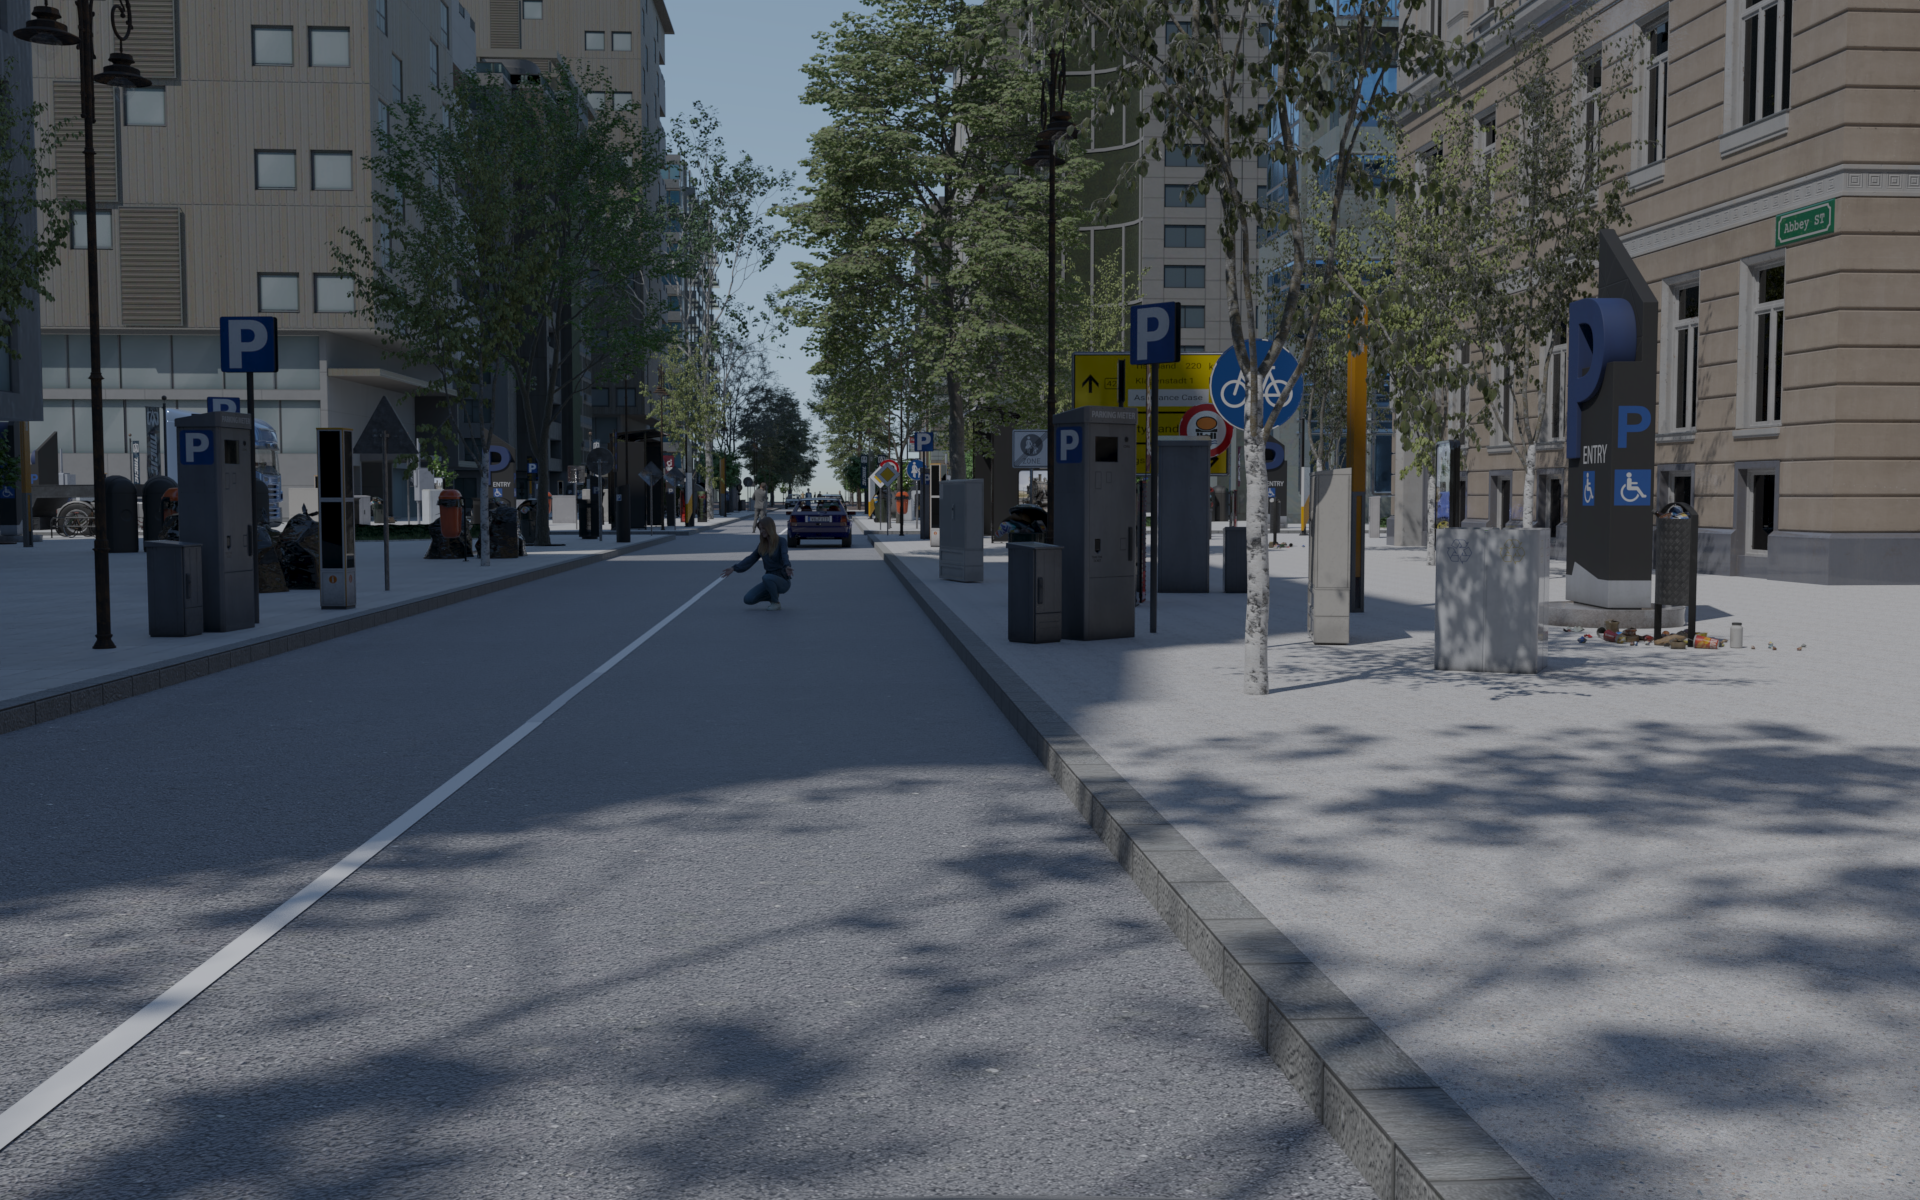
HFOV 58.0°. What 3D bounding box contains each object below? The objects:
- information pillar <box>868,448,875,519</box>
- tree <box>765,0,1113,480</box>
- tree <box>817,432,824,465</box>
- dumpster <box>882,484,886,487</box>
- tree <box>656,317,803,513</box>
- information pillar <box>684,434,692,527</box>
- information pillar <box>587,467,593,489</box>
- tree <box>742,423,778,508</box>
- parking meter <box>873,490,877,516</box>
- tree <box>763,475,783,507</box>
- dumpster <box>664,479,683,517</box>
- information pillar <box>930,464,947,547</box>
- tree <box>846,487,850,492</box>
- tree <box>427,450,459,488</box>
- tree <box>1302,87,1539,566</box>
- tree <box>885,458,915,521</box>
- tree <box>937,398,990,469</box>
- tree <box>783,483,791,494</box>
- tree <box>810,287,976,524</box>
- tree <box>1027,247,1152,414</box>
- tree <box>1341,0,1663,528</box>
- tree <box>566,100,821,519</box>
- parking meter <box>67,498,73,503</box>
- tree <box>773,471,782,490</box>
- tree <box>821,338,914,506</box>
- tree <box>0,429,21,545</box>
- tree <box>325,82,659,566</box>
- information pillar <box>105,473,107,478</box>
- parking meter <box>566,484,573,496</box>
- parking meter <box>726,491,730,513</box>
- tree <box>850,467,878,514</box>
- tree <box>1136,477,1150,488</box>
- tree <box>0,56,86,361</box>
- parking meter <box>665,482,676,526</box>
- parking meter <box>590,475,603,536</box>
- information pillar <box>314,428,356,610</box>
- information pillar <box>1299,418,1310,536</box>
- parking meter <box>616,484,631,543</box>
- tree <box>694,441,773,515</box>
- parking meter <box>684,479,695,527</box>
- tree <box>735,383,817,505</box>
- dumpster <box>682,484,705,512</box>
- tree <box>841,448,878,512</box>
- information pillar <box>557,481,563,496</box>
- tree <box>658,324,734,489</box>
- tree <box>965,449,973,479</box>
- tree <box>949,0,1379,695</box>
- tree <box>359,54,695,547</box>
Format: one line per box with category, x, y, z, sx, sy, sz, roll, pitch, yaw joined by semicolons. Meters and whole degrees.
information pillar;-4.479;-5.900;87.821;0.183;3.616;0.504;2;4;29
tree;-0.354;-7.145;34.950;7.486;12.596;7.792;0;3;0
tree;-25.807;-21.827;263.532;9.857;13.997;8.962;0;3;0
dumpster;-3.686;-5.644;94.769;1.502;2.255;1.985;0;4;-4
tree;-16.086;-12.835;120.216;12.009;13.543;11.850;0;3;0
information pillar;-10.582;-4.659;67.523;0.183;3.616;0.504;1;4;13
information pillar;-20.222;-6.319;94.665;0.504;3.616;0.183;3;5;45
tree;-17.919;-12.779;159.292;4.360;8.622;3.978;0;3;0
parking meter;-4.945;-5.753;102.478;0.372;1.533;0.369;0;3;0
tree;-19.357;-11.110;176.243;1.663;3.219;1.824;0;3;0
dumpster;-16.525;-5.876;98.565;1.502;2.255;1.985;0;4;-4
information pillar;-0.520;-2.287;41.892;0.304;2.012;0.304;2;4;31
tree;-13.435;-13.770;219.739;1.663;3.219;1.824;0;3;0
tree;-23.308;-5.029;76.822;1.663;3.219;1.824;0;3;0
tree;8.220;-4.923;30.856;4.737;8.622;4.395;0;3;0
tree;-2.804;-5.428;83.353;1.663;3.219;1.824;0;3;0
tree;0.281;-10.254;118.018;4.737;8.622;4.395;0;3;0
tree;-25.100;-15.359;245.715;1.663;3.219;1.824;0;3;0
tree;-2.820;-8.591;74.868;8.767;10.594;7.601;1;4;21
tree;3.960;-6.230;52.215;4.737;8.622;4.395;0;3;0
tree;8.383;-4.611;25.752;4.360;8.622;3.978;0;3;0
tree;-13.478;-14.088;86.229;12.611;20.169;13.585;0;3;0
parking meter;-31.465;-3.217;61.014;0.372;1.533;0.369;0;3;0
tree;-21.102;-12.489;187.909;4.285;4.588;4.351;0;3;0
tree;-10.185;-20.248;186.943;12.611;20.169;13.585;0;3;0
tree;-24.559;-3.034;44.205;1.663;3.219;1.824;0;3;0
tree;-8.682;-4.921;30.816;4.737;8.622;4.395;0;3;0
information pillar;-29.983;-3.427;60.524;0.304;2.012;0.304;-3;5;-43
parking meter;-22.179;-5.669;98.405;0.399;1.863;0.255;-1;4;-18
parking meter;-15.825;-6.669;117.456;0.372;1.533;0.369;0;3;0
tree;-5.615;-7.063;110.083;1.663;3.219;1.824;0;3;0
tree;8.737;-5.567;85.614;1.663;3.219;1.824;0;3;0
tree;-16.577;-4.786;28.614;4.737;8.622;4.395;0;3;0
parking meter;-11.583;-3.890;69.308;0.399;1.863;0.255;0;4;-8
parking meter;-11.098;-2.888;52.927;0.399;1.863;0.255;-1;4;-14
information pillar;-6.946;-0.906;19.297;0.304;2.012;0.304;0;4;1
information pillar;10.658;-3.795;53.404;0.183;3.616;0.504;2;4;34
parking meter;-8.920;-2.291;45.866;0.372;1.533;0.369;0;3;0
tree;-14.875;-7.574;107.542;4.285;4.588;4.351;0;3;0
parking meter;-10.674;-3.825;68.247;0.399;1.863;0.255;0;4;1
tree;-21.727;-17.922;199.674;9.857;13.997;8.962;0;3;0
dumpster;-15.065;-5.631;97.817;1.264;1.857;1.865;0;4;-4
tree;-6.758;-8.531;123.191;4.285;4.588;4.351;0;3;0
information pillar;-22.328;-5.646;96.806;0.304;2.012;0.304;-1;4;-16
tree;-11.777;-7.601;74.642;4.737;8.622;4.395;0;3;0
tree;1.088;-7.814;111.469;4.285;4.588;4.351;0;3;0
tree;1.793;-3.687;10.650;4.360;8.622;3.978;0;3;0
tree;-10.341;-7.122;42.208;9.928;11.665;9.643;0;3;0
